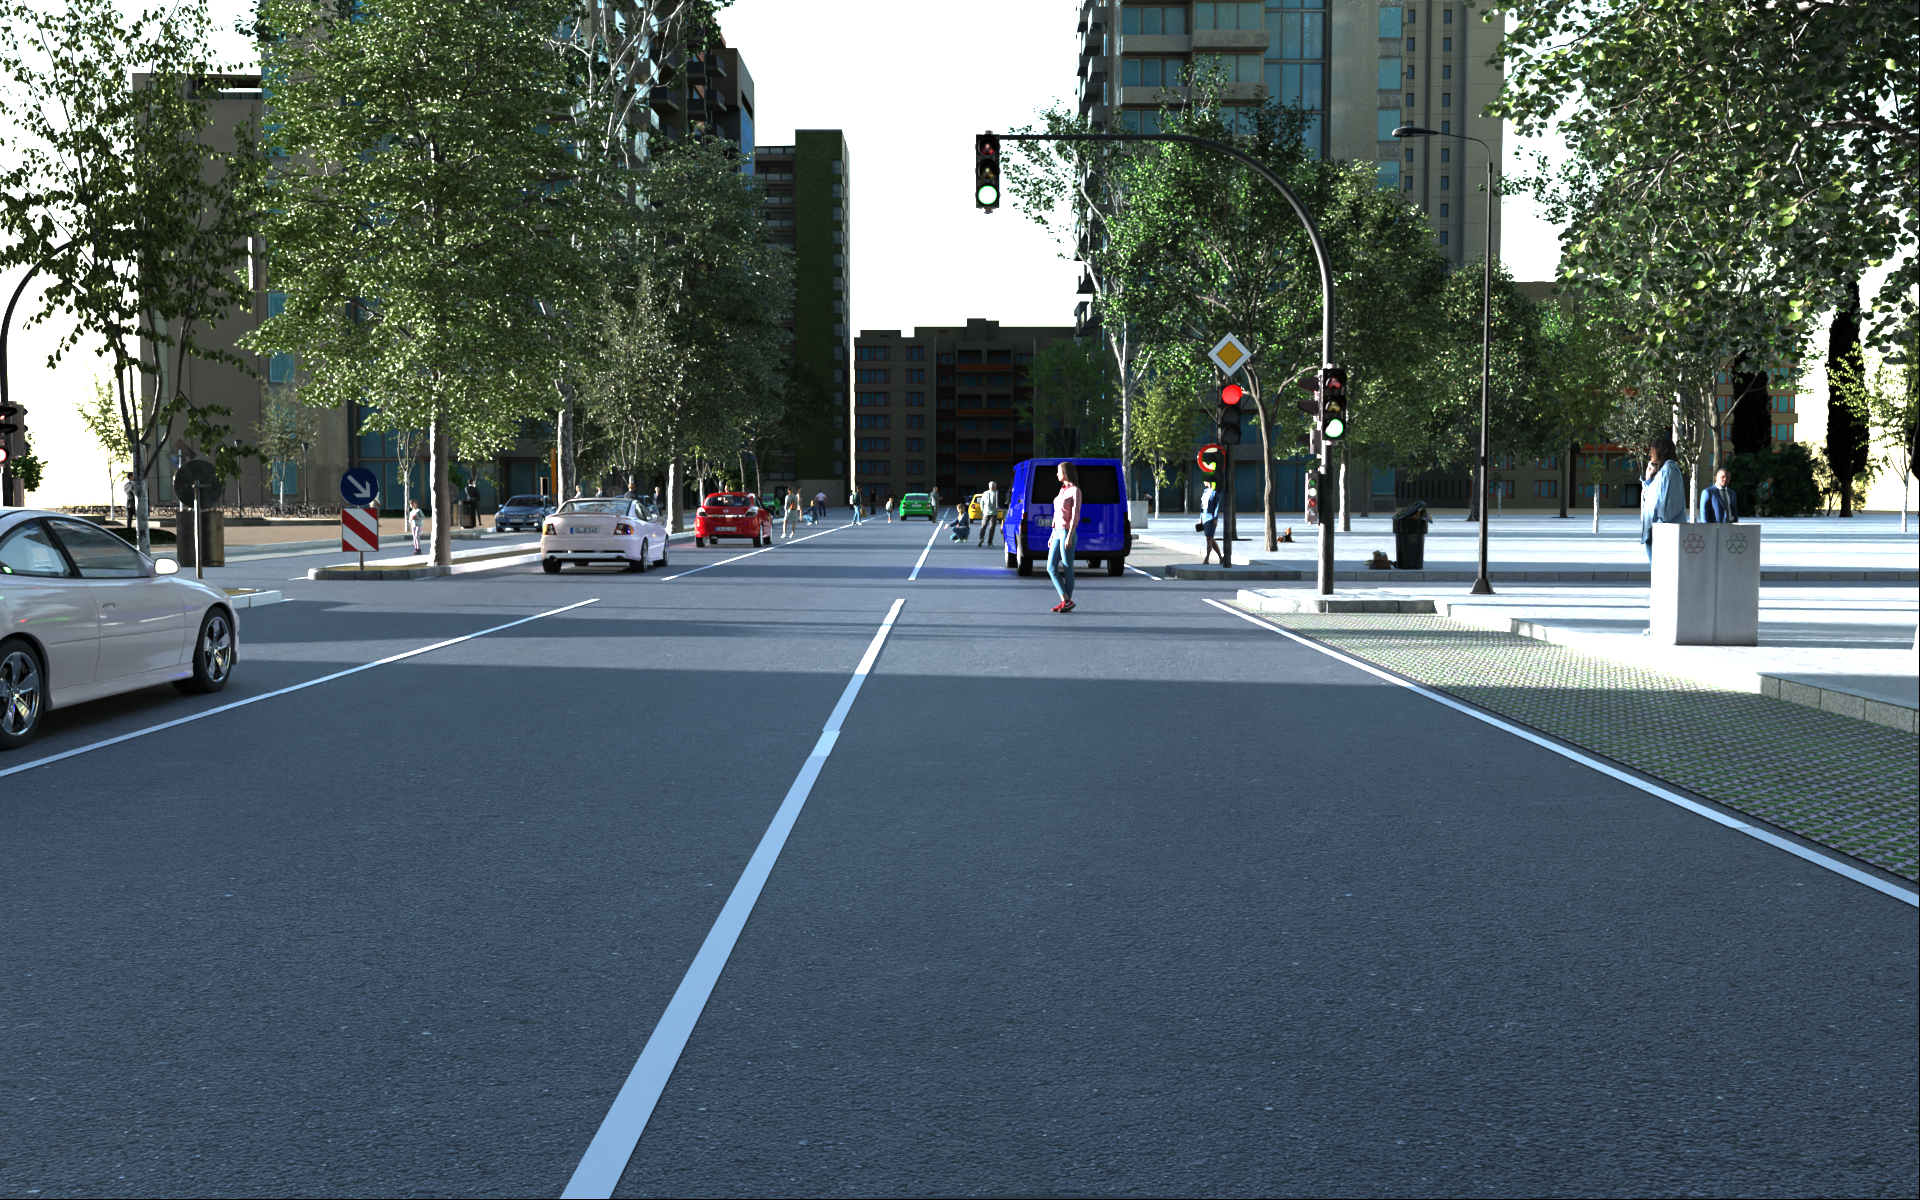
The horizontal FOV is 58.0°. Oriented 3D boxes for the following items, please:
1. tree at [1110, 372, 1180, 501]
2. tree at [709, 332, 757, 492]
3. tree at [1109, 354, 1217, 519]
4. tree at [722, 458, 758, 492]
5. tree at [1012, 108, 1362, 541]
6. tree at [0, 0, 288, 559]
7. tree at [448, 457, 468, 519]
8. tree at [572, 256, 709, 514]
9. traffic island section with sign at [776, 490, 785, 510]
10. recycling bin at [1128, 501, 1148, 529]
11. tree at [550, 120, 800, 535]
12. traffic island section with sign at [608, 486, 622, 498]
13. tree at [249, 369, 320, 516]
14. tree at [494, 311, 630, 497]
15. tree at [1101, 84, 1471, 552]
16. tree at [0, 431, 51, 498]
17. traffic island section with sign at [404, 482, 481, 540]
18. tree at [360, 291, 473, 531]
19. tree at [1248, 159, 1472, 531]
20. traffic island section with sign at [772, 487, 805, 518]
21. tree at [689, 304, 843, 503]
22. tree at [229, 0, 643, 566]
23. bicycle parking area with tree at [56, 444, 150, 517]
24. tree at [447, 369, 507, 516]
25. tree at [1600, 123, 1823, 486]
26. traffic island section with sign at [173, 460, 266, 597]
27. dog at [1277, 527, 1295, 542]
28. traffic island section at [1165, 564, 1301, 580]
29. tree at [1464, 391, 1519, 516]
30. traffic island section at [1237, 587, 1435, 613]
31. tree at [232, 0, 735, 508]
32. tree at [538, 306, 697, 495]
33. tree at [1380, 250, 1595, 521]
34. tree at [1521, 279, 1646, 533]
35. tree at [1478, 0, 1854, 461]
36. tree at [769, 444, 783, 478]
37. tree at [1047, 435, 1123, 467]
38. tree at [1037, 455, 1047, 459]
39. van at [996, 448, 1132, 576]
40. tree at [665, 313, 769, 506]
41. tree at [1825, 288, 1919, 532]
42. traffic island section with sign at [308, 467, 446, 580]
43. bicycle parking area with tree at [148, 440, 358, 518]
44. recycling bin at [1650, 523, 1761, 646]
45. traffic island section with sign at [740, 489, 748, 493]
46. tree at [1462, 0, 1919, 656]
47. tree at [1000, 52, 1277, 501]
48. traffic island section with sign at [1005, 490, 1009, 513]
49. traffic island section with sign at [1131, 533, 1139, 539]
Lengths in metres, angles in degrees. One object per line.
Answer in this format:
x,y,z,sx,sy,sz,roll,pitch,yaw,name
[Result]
10.533,-9.226,101.214,4.360,8.622,3.978,0,3,0,tree
-10.181,-7.377,73.437,4.360,8.622,3.978,0,3,0,tree
9.948,-8.462,88.713,4.737,8.622,4.395,0,3,0,tree
-18.756,-10.018,147.504,4.285,4.588,4.351,0,3,0,tree
7.320,-7.452,47.592,9.928,11.665,9.643,0,3,0,tree
-9.851,-4.141,20.529,4.737,8.622,4.395,0,3,0,tree
-26.499,-5.824,89.819,1.663,3.219,1.824,0,3,0,tree
-10.103,-6.132,53.079,4.360,8.622,3.978,0,3,0,tree
-16.487,-9.192,158.916,1.989,1.847,2.006,0,3,0,traffic island section with sign
6.565,-3.172,64.423,0.722,1.027,0.722,-1,4,-9,recycling bin
-9.954,-9.235,60.111,9.857,13.997,8.962,0,3,0,tree
-16.339,-4.473,81.761,1.989,1.847,2.006,0,3,0,traffic island section with sign
-40.310,-9.340,103.067,4.360,8.622,3.978,0,3,0,tree
-19.899,-9.453,88.977,8.767,10.594,7.601,-1,4,-12,tree
7.082,-6.383,38.771,8.767,10.594,7.601,1,4,15,tree
-25.199,-3.177,46.551,1.663,3.219,1.824,0,3,0,tree
-16.281,-2.821,54.747,1.989,1.847,2.006,0,3,0,traffic island section with sign
-18.825,-6.674,59.484,4.360,8.622,3.978,0,3,0,tree
13.659,-8.637,59.339,7.486,12.596,7.792,0,3,0,tree
-10.273,-5.921,104.950,2.006,1.907,1.989,0,3,0,traffic island section with sign
-10.044,-9.239,87.920,8.767,10.594,7.601,0,3,0,tree
-10.021,-6.883,33.113,7.486,12.596,7.792,0,3,0,tree
-47.927,-6.960,100.806,9.016,4.147,8.231,-1,4,-21,bicycle parking area with tree
-28.451,-9.251,101.616,4.737,8.622,4.395,0,3,0,tree
20.430,-7.398,46.709,9.928,11.665,9.643,0,3,0,tree
-10.106,-0.873,22.405,2.006,1.907,1.989,0,3,0,traffic island section with sign
8.559,-1.726,45.952,0.748,0.427,0.550,0,4,1,dog
4.679,-0.483,30.181,2.009,0.180,2.903,0,3,0,traffic island section
31.432,-9.245,101.512,4.360,8.622,3.978,0,3,0,tree
4.695,0.005,22.196,2.009,0.180,2.903,0,3,0,traffic island section
-11.185,-11.364,44.155,12.611,20.169,13.585,0,3,0,tree
-19.824,-11.199,100.110,9.611,12.733,9.660,0,3,0,tree
24.576,-10.077,81.760,9.611,12.733,9.660,0,3,0,tree
20.979,-6.554,57.513,4.737,8.622,4.395,0,3,0,tree
26.496,-12.934,67.356,12.611,20.169,13.585,0,3,0,tree
-18.830,-13.190,166.011,4.737,8.622,4.395,0,3,0,tree
7.755,-6.892,96.401,4.285,4.588,4.351,0,3,0,tree
6.537,-8.601,124.335,4.285,4.588,4.351,0,3,0,tree
1.879,-1.688,31.975,2.240,2.365,5.245,0,4,-2,van
-10.063,-7.024,67.657,4.737,8.622,4.395,0,3,0,tree
31.911,-6.617,58.548,4.737,8.622,4.395,0,3,0,tree
-10.111,-1.326,29.812,2.006,1.907,1.989,0,3,0,traffic island section with sign
-37.392,-6.551,94.106,9.016,4.147,8.231,2,4,32,bicycle parking area with tree
6.423,-0.146,14.949,0.722,1.027,0.722,1,4,8,recycling bin
-16.436,-7.540,131.903,1.989,1.847,2.006,0,3,0,traffic island section with sign
8.015,-6.519,13.235,9.857,13.997,8.962,0,3,0,tree
8.491,-13.340,74.000,12.611,20.169,13.585,0,3,0,tree
4.481,-7.575,132.479,1.989,1.847,2.006,0,3,0,traffic island section with sign
4.635,-2.849,55.204,1.989,1.847,2.006,0,3,0,traffic island section with sign
